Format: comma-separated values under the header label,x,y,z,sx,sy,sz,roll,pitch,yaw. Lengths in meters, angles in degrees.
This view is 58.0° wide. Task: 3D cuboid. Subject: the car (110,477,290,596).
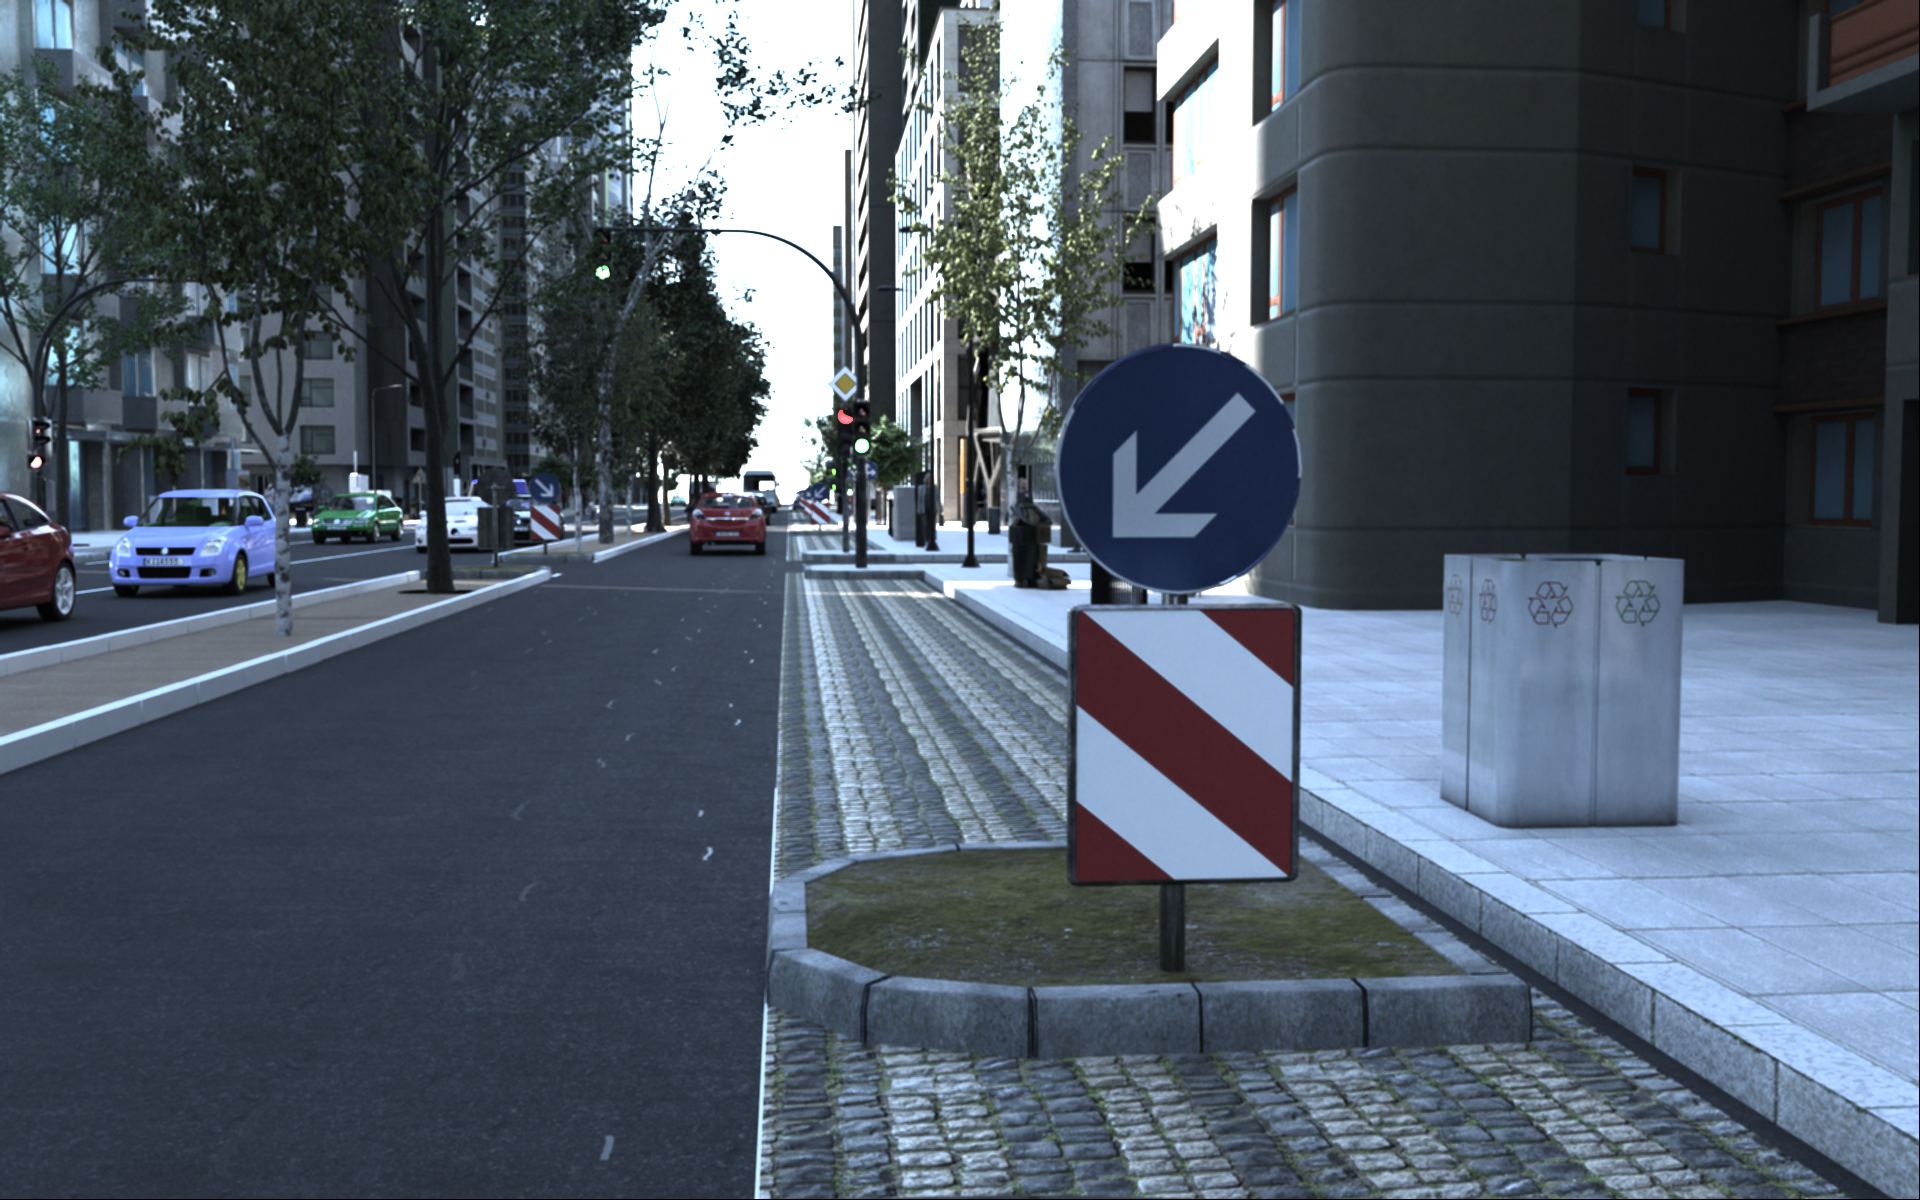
label,x,y,z,sx,sy,sz,roll,pitch,yaw
car,-11.158,-0.975,25.535,1.945,1.707,3.694,0,4,-7

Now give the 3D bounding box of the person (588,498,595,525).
label,x,y,z,sx,sy,sz,roll,pitch,yaw
person,-17.241,-4.154,81.097,0.332,1.250,0.352,-2,4,-25

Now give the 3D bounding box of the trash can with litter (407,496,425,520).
label,x,y,z,sx,sy,sz,roll,pitch,yaw
trash can with litter,-26.897,-4.517,85.244,0.624,1.170,1.055,1,4,17

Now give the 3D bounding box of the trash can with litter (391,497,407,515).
label,x,y,z,sx,sy,sz,roll,pitch,yaw
trash can with litter,-25.053,-4.012,76.977,0.624,1.170,1.055,-1,4,-19

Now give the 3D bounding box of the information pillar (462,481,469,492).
label,x,y,z,sx,sy,sz,roll,pitch,yaw
information pillar,-27.148,-5.547,95.191,0.304,2.012,0.304,0,4,-3

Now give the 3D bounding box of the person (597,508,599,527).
label,x,y,z,sx,sy,sz,roll,pitch,yaw
person,-15.728,-4.107,76.394,0.466,1.731,0.760,2,4,29

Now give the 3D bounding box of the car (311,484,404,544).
label,x,y,z,sx,sy,sz,roll,pitch,yaw
car,-17.825,-2.601,51.322,1.959,1.807,4.718,0,4,-4

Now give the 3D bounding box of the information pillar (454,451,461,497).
label,x,y,z,sx,sy,sz,roll,pitch,yaw
information pillar,-27.254,-6.273,93.918,0.504,3.616,0.183,3,4,38

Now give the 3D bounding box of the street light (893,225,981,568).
label,x,y,z,sx,sy,sz,roll,pitch,yaw
street light,-0.348,-3.525,30.174,1.470,5.913,1.316,0,4,-6

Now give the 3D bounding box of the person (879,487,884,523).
label,x,y,z,sx,sy,sz,roll,pitch,yaw
person,-3.422,-4.226,75.712,0.524,1.755,0.480,3,5,40

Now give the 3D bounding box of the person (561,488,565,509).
label,x,y,z,sx,sy,sz,roll,pitch,yaw
person,-33.575,-8.595,146.516,0.705,1.831,1.348,-1,4,-8

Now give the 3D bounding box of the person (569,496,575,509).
label,x,y,z,sx,sy,sz,roll,pitch,yaw
person,-32.428,-8.360,145.992,1.065,1.426,0.557,-3,5,-43

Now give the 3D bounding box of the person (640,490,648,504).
label,x,y,z,sx,sy,sz,roll,pitch,yaw
person,-40.084,-13.060,219.656,1.350,1.814,0.705,2,4,24

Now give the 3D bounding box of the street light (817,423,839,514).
label,x,y,z,sx,sy,sz,roll,pitch,yaw
street light,-8.605,-8.682,114.489,1.470,5.913,1.316,0,4,-6

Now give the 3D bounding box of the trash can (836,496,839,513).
label,x,y,z,sx,sy,sz,roll,pitch,yaw
trash can,-7.506,-6.039,110.395,0.748,1.137,0.748,0,3,0

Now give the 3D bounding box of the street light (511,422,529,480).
label,x,y,z,sx,sy,sz,roll,pitch,yaw
street light,-28.213,-8.550,112.327,1.470,5.913,1.316,0,4,-6

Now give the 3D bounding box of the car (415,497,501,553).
label,x,y,z,sx,sy,sz,roll,pitch,yaw
car,-12.570,-1.936,44.021,2.083,1.381,4.827,0,4,-7

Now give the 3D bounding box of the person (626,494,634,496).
label,x,y,z,sx,sy,sz,roll,pitch,yaw
person,-40.047,-12.423,209.876,1.217,1.743,0.721,0,4,4

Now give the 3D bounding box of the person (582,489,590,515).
label,x,y,z,sx,sy,sz,roll,pitch,yaw
person,-25.945,-6.796,120.063,0.568,1.767,0.683,-2,4,-28

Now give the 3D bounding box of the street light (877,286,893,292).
label,x,y,z,sx,sy,sz,roll,pitch,yaw
street light,-1.158,-4.057,38.879,1.470,5.913,1.316,0,4,-6

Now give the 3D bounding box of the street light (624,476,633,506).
label,x,y,z,sx,sy,sz,roll,pitch,yaw
street light,-35.539,-13.098,186.699,1.470,5.913,1.316,0,4,-6

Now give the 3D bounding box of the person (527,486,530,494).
label,x,y,z,sx,sy,sz,roll,pitch,yaw
person,-29.784,-6.936,119.535,0.705,1.814,1.350,0,4,5

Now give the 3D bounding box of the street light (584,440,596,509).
label,x,y,z,sx,sy,sz,roll,pitch,yaw
street light,-31.794,-10.798,149.088,1.470,5.913,1.316,0,4,-6

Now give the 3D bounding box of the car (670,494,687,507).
label,x,y,z,sx,sy,sz,roll,pitch,yaw
car,-32.175,-11.575,198.052,1.959,1.807,4.718,0,4,-7

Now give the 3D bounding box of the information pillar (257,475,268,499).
label,x,y,z,sx,sy,sz,roll,pitch,yaw
information pillar,-26.550,-3.759,65.952,0.304,2.012,0.304,0,4,3

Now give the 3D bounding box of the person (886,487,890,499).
label,x,y,z,sx,sy,sz,roll,pitch,yaw
person,-4.852,-6.636,115.224,0.721,1.739,1.217,-3,5,-44

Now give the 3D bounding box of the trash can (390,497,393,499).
label,x,y,z,sx,sy,sz,roll,pitch,yaw
trash can,-25.085,-3.902,75.455,0.748,1.137,0.748,0,3,0

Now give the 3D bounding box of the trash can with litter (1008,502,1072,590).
label,x,y,z,sx,sy,sz,roll,pitch,yaw
trash can with litter,1.137,-0.745,23.568,0.624,1.170,1.055,-3,4,-36

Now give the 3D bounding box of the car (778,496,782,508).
label,x,y,z,sx,sy,sz,roll,pitch,yaw
car,-19.976,-10.666,184.614,2.015,1.641,3.980,0,4,-7

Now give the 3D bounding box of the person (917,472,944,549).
label,x,y,z,sx,sy,sz,roll,pitch,yaw
person,-0.657,-2.123,40.934,0.709,1.800,0.728,0,4,-2

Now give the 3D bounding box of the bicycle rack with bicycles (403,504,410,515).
label,x,y,z,sx,sy,sz,roll,pitch,yaw
bicycle rack with bicycles,-29.683,-4.661,89.581,2.852,0.926,2.925,3,5,41

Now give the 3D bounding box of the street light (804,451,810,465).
label,x,y,z,sx,sy,sz,roll,pitch,yaw
street light,-16.773,-13.775,197.761,1.470,5.913,1.316,0,4,-6

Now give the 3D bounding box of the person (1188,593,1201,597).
label,x,y,z,sx,sy,sz,roll,pitch,yaw
person,2.871,-0.929,21.577,0.374,1.781,0.599,0,4,4

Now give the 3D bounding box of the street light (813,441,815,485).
label,x,y,z,sx,sy,sz,roll,pitch,yaw
street light,-12.160,-10.956,151.671,1.470,5.913,1.316,0,4,-6

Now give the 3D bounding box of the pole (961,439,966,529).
label,x,y,z,sx,sy,sz,roll,pitch,yaw
pole,0.134,-4.301,64.158,0.158,3.312,0.155,0,3,0

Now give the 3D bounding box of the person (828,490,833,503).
label,x,y,z,sx,sy,sz,roll,pitch,yaw
person,-13.788,-10.704,181.765,1.217,1.743,0.721,2,4,27

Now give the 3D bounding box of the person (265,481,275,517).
label,x,y,z,sx,sy,sz,roll,pitch,yaw
person,-24.864,-3.428,62.680,0.643,1.750,0.593,-1,4,-19

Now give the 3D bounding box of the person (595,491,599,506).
label,x,y,z,sx,sy,sz,roll,pitch,yaw
person,-39.697,-11.039,189.712,0.721,1.735,1.217,-3,5,-41

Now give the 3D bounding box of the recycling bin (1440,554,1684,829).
label,x,y,z,sx,sy,sz,roll,pitch,yaw
recycling bin,2.407,0.340,6.989,0.722,1.027,0.722,0,4,-4

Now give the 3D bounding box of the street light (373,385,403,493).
label,x,y,z,sx,sy,sz,roll,pitch,yaw
street light,-24.481,-6.209,74.063,1.470,5.913,1.316,0,4,-6

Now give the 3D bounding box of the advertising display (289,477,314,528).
label,x,y,z,sx,sy,sz,roll,pitch,yaw
advertising display,-25.160,-3.723,66.085,0.974,1.923,0.123,0,4,-7

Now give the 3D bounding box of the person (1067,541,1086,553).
label,x,y,z,sx,sy,sz,roll,pitch,yaw
person,2.609,-1.963,37.951,0.447,1.846,0.655,3,5,44

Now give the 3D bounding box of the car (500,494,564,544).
label,x,y,z,sx,sy,sz,roll,pitch,yaw
car,-12.285,-2.412,49.229,2.009,1.686,4.222,0,4,-7

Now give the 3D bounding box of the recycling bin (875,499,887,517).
label,x,y,z,sx,sy,sz,roll,pitch,yaw
recycling bin,-4.306,-5.232,98.102,0.722,1.027,0.722,3,5,40

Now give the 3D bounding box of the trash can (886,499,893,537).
label,x,y,z,sx,sy,sz,roll,pitch,yaw
trash can,-1.831,-2.438,51.509,0.748,1.137,0.748,0,3,0

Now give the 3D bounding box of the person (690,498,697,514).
label,x,y,z,sx,sy,sz,roll,pitch,yaw
person,-13.182,-4.434,85.659,0.362,1.253,0.373,-2,4,-30

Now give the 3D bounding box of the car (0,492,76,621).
label,x,y,z,sx,sy,sz,roll,pitch,yaw
car,-10.818,-0.550,18.030,2.155,1.783,4.494,0,4,-7

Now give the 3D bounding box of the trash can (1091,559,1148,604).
label,x,y,z,sx,sy,sz,roll,pitch,yaw
trash can,1.692,-0.412,18.388,0.748,1.137,0.748,0,3,0

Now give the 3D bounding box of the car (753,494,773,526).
label,x,y,z,sx,sy,sz,roll,pitch,yaw
car,-9.611,-4.271,79.618,2.009,1.686,4.222,0,4,-7

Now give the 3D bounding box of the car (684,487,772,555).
label,x,y,z,sx,sy,sz,roll,pitch,yaw
car,-5.660,-2.033,42.277,2.155,1.783,4.494,0,4,-7

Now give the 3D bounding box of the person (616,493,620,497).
label,x,y,z,sx,sy,sz,roll,pitch,yaw
person,-38.950,-11.756,198.277,1.348,1.821,0.705,2,4,32

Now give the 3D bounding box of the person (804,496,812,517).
label,x,y,z,sx,sy,sz,roll,pitch,yaw
person,-9.435,-6.043,107.650,0.601,1.785,0.444,-1,4,-23

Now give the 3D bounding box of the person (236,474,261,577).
label,x,y,z,sx,sy,sz,roll,pitch,yaw
person,-12.300,-1.281,29.796,0.624,1.780,0.694,2,4,32

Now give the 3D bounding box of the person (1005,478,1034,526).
label,x,y,z,sx,sy,sz,roll,pitch,yaw
person,1.250,-1.654,35.957,0.576,1.772,0.534,-1,4,-21

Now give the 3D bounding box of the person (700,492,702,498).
label,x,y,z,sx,sy,sz,roll,pitch,yaw
person,-21.130,-8.028,141.227,0.415,1.643,0.593,2,4,30

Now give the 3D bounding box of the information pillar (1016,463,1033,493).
label,x,y,z,sx,sy,sz,roll,pitch,yaw
information pillar,1.530,-2.247,41.226,0.304,2.012,0.304,2,4,24
